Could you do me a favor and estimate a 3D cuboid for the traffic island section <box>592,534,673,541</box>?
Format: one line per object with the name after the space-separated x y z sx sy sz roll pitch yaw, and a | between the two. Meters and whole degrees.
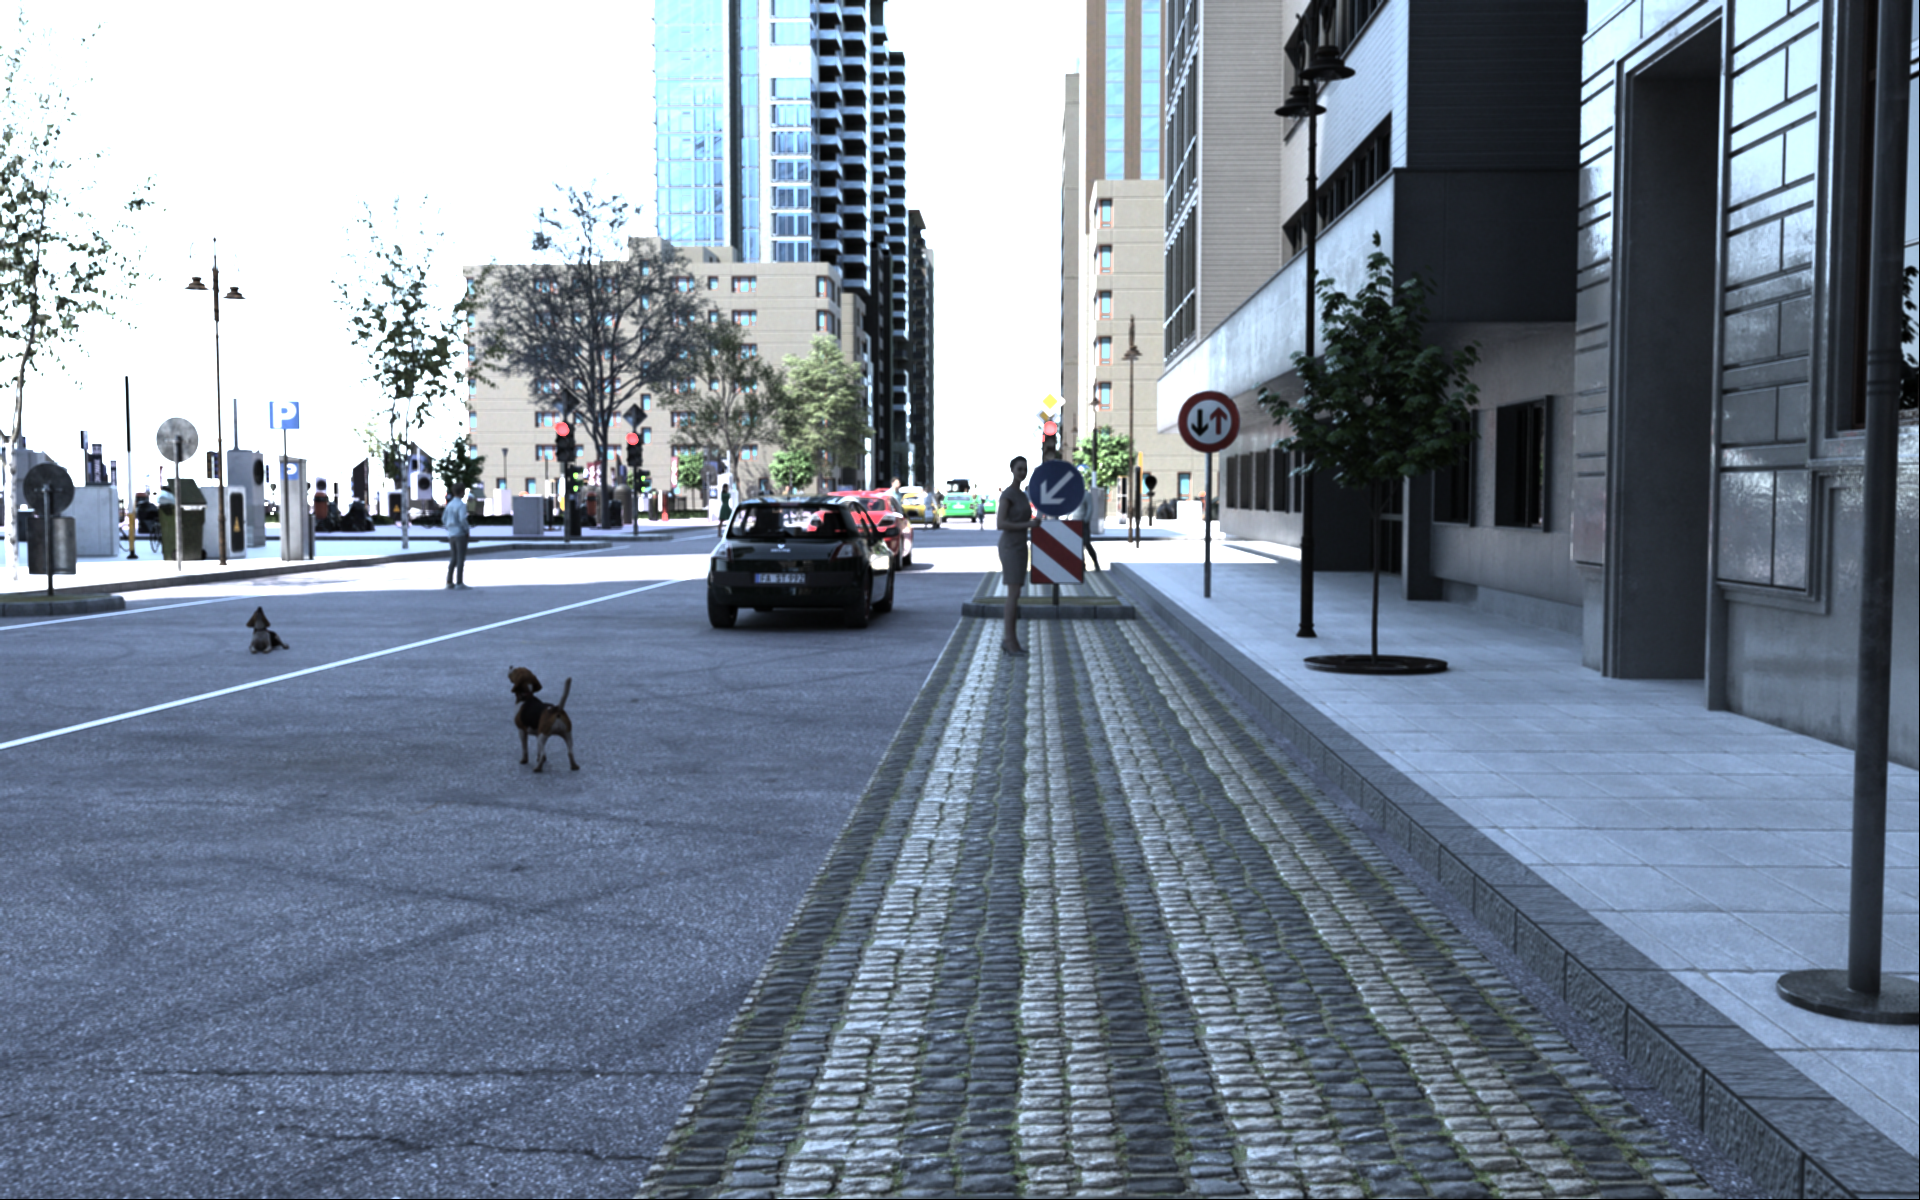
-10.091 -1.928 53.800 2.009 0.180 2.903 0 4 2 | traffic island section

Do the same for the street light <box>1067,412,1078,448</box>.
6.479 -7.668 98.165 0.468 5.910 1.993 0 4 2 | street light

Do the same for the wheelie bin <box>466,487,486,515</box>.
-22.235 -4.377 79.480 0.693 1.594 0.980 2 4 30 | wheelie bin

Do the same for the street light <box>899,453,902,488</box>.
-6.542 -13.362 191.260 0.468 5.910 1.993 0 4 2 | street light

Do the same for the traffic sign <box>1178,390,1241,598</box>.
3.071 -1.304 21.420 0.768 2.556 0.104 0 4 5 | traffic sign

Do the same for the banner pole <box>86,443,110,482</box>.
-37.234 -5.164 74.447 0.863 3.779 0.401 -3 4 -38 | banner pole

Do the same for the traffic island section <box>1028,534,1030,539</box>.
2.690 -1.896 53.279 2.009 0.180 2.903 0 4 2 | traffic island section

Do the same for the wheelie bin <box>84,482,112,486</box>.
-22.972 -2.338 46.136 0.980 1.594 0.693 -2 4 -27 | wheelie bin

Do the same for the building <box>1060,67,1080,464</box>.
21.917 -34.720 191.371 21.300 48.544 21.600 0 4 2 | building

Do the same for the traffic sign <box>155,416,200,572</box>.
-12.801 -1.726 28.331 0.768 2.556 0.104 0 4 6 | traffic sign

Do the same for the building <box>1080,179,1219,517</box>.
21.853 -16.170 109.420 27.650 21.520 28.899 0 4 2 | building

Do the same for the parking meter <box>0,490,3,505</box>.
-55.314 -5.606 100.069 0.372 1.533 0.369 0 3 0 | parking meter

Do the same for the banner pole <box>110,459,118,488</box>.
-53.836 -7.329 109.846 0.863 3.779 0.401 -3 4 -39 | banner pole

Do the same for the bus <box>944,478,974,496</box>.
-0.020 -12.057 191.984 2.948 3.499 13.247 0 4 3 | bus

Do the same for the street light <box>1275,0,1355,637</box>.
3.116 -2.606 15.396 0.468 5.910 1.993 0 4 2 | street light

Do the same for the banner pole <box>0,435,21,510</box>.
-35.175 -4.543 64.296 0.863 3.779 0.401 0 4 -5 | banner pole

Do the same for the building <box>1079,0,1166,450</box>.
17.400 -30.524 149.177 14.600 45.320 14.200 0 4 2 | building

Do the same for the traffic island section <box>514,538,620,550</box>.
-10.414 -1.440 45.821 2.009 0.180 2.903 0 4 2 | traffic island section

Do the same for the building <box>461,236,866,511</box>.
-22.992 -18.298 144.205 27.650 21.520 28.899 0 4 2 | building

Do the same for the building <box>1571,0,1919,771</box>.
9.193 -10.162 2.311 11.583 22.565 21.152 0 4 2 | building

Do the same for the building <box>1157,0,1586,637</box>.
11.480 -12.807 28.464 14.314 24.678 30.058 0 4 2 | building

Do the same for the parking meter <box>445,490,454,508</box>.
-18.334 -3.299 62.348 0.372 1.533 0.369 0 3 0 | parking meter

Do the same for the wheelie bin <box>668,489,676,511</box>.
-18.511 -6.298 110.878 0.693 1.594 0.980 -1 4 -11 | wheelie bin

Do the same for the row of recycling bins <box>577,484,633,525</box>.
-15.274 -4.056 73.432 3.534 1.692 1.069 2 4 34 | row of recycling bins

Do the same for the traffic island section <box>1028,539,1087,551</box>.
2.366 -1.408 45.300 2.009 0.180 2.903 0 4 2 | traffic island section

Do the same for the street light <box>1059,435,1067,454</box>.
7.730 -9.465 127.543 0.468 5.910 1.993 0 4 2 | street light

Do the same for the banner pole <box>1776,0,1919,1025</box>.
2.511 -0.874 4.311 0.863 3.779 0.401 -1 4 -12 | banner pole

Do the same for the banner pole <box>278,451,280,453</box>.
-39.337 -6.772 100.745 0.863 3.779 0.401 -2 4 -31 | banner pole

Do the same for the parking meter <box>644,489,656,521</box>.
-14.666 -4.535 82.555 0.372 1.533 0.369 0 3 0 | parking meter

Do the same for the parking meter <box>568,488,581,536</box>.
-11.760 -2.720 52.880 0.372 1.533 0.369 0 3 0 | parking meter

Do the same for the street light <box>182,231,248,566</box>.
-13.135 -3.542 30.694 0.468 5.910 1.993 0 4 2 | street light

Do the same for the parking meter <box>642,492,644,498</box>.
-20.262 -6.305 111.504 0.372 1.533 0.369 0 3 0 | parking meter

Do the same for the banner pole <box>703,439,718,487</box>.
-11.453 -5.406 78.405 0.401 3.779 0.863 1 4 13 | banner pole

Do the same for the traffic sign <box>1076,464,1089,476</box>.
5.202 -4.503 73.730 0.768 2.556 0.104 0 4 4 | traffic sign

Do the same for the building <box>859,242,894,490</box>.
-15.066 -25.980 196.472 14.160 30.474 14.107 0 4 2 | building

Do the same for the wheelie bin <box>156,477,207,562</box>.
-14.869 -1.536 33.022 0.693 1.594 0.980 2 4 25 | wheelie bin

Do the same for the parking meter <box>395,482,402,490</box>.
-24.845 -4.352 76.863 0.399 1.863 0.255 -1 4 -21 | parking meter

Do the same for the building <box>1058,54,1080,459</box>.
24.834 -57.078 245.900 22.319 86.520 31.000 0 4 2 | building

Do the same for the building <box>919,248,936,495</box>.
-11.381 -36.475 279.959 14.154 41.232 14.086 0 4 2 | building

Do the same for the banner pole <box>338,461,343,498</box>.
-46.289 -8.530 129.484 0.863 3.779 0.401 3 5 44 | banner pole

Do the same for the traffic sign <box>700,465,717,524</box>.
-10.895 -4.584 75.058 0.768 2.556 0.104 0 4 7 | traffic sign

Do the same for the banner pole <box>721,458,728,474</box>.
-14.428 -7.033 105.009 0.863 3.779 0.401 0 4 7 | banner pole

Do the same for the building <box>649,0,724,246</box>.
-19.252 -52.583 172.401 22.319 86.520 31.000 0 4 2 | building

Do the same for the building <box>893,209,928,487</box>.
-16.295 -36.940 258.596 22.147 44.769 28.867 0 4 2 | building

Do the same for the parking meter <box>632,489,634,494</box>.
-17.242 -5.087 91.585 0.372 1.533 0.369 0 3 0 | parking meter

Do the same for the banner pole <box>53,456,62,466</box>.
-59.706 -7.621 114.612 0.863 3.779 0.401 1 4 22 | banner pole

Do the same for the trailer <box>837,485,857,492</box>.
-7.293 -6.356 110.975 1.471 1.999 3.904 0 4 2 | trailer

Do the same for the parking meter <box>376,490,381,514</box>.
-34.143 -5.715 101.857 0.372 1.533 0.369 0 3 0 | parking meter

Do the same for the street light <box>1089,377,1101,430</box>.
5.300 -5.837 68.223 0.468 5.910 1.993 0 4 2 | street light

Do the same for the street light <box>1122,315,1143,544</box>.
4.423 -4.401 44.739 0.468 5.910 1.993 0 4 2 | street light

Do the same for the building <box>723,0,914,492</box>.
-16.853 -55.949 227.442 22.319 86.520 31.000 0 4 2 | building
